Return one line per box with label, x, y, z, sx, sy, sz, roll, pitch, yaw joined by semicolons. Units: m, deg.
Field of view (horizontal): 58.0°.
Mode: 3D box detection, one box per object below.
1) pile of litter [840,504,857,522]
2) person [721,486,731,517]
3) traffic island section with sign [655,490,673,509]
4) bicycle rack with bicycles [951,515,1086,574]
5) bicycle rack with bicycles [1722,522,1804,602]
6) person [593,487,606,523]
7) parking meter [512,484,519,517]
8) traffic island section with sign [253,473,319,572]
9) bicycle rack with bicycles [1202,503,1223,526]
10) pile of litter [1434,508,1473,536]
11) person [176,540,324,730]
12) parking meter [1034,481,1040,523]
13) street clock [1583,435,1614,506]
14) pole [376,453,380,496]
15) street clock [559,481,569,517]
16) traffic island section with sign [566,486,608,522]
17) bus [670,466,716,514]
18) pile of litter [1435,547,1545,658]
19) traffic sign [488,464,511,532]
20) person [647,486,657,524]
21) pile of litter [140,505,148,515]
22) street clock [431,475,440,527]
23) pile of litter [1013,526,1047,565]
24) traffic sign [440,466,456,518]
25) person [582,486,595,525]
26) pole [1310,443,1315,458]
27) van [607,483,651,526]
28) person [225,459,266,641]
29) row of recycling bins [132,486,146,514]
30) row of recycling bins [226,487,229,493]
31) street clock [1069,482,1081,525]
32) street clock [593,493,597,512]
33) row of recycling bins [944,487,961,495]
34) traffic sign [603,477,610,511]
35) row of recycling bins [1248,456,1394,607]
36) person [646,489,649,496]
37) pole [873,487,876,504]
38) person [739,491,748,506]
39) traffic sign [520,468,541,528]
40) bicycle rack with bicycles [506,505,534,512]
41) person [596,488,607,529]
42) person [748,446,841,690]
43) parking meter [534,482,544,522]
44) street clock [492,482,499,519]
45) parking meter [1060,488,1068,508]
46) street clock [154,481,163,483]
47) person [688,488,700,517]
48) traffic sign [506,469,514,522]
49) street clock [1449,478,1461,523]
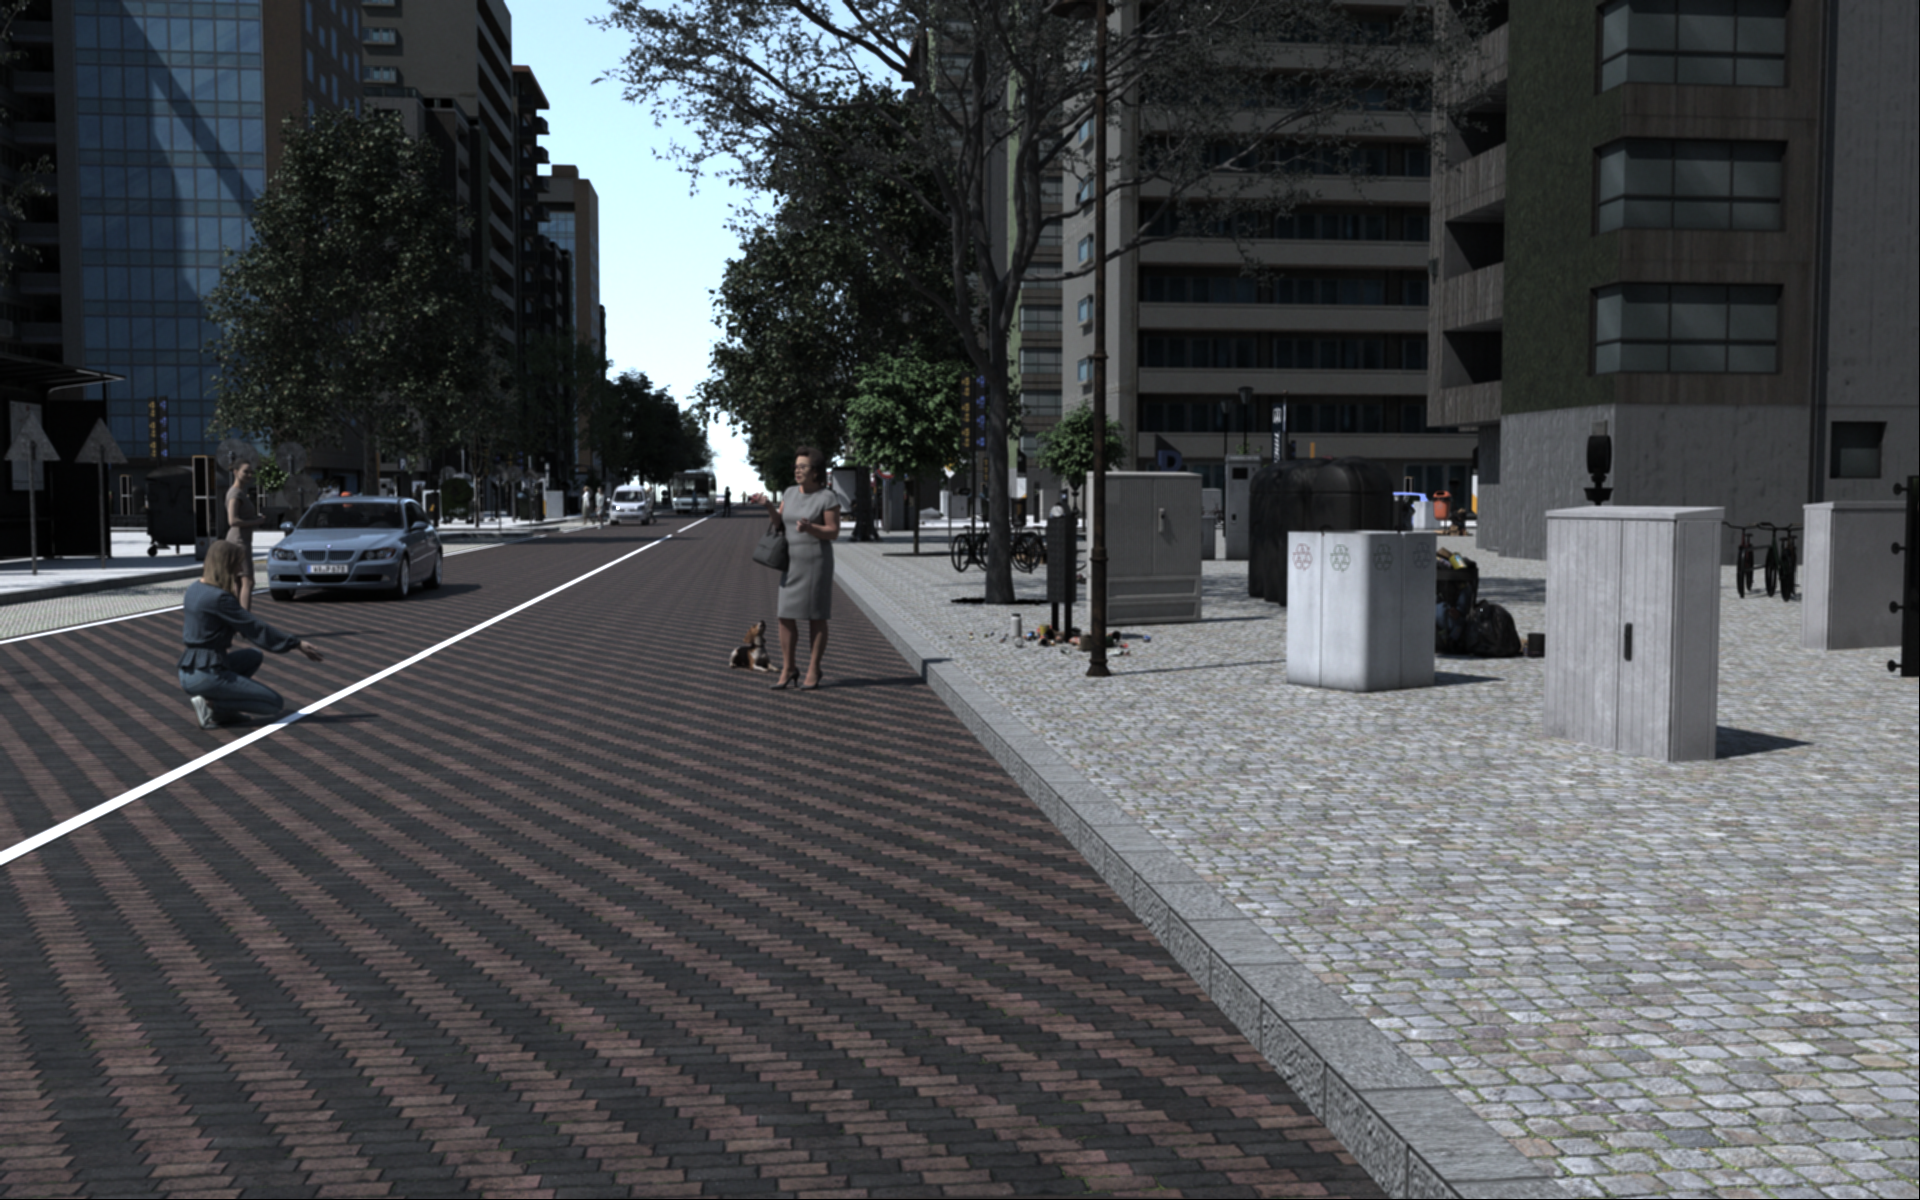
pile of litter;-5.135;-4.113;81.213;1.176;0.858;1.719;1;4;22
person;-14.487;-6.090;107.436;0.648;1.900;0.474;3;5;45
traffic island section with sign;-28.025;-9.552;164.802;1.989;1.847;2.006;0;4;-7
bicycle rack with bicycles;1.022;-0.959;29.058;2.925;0.926;2.852;-3;5;-39
bicycle rack with bicycles;10.669;-0.495;21.478;2.852;0.926;2.925;3;4;36
person;-18.033;-4.747;86.599;0.515;1.767;0.782;-2;4;-33
parking meter;-24.635;-5.524;96.029;0.255;1.863;0.399;1;4;18
traffic island section with sign;-12.502;-1.469;32.644;1.989;1.847;2.006;0;4;-7
bicycle rack with bicycles;11.003;-3.459;69.935;2.925;0.926;2.852;2;4;27
pile of litter;15.217;-2.419;53.514;1.176;0.858;1.719;0;4;5
person;-4.545;0.193;10.840;0.738;1.151;1.012;-3;5;-42
parking meter;3.397;-4.337;76.617;0.255;1.863;0.399;0;4;4
street clock;7.902;-1.033;21.455;0.358;2.002;0.471;2;4;29
pole;-28.782;-5.611;85.577;0.158;3.312;0.155;0;3;0
street clock;-21.884;-5.577;95.761;0.471;2.002;0.358;-1;4;-20
traffic island section with sign;-19.059;-4.887;88.536;1.989;1.847;2.006;0;4;-7
bus;-19.718;-8.202;128.965;2.948;3.499;13.247;0;4;-6
pile of litter;4.081;-0.012;14.158;1.176;0.858;1.719;-2;4;-35
traffic sign;-15.475;-3.339;58.229;0.795;2.450;0.064;0;4;-7
person;-15.019;-4.607;83.922;0.767;1.812;0.694;-2;4;-29
pile of litter;-31.424;-3.234;66.845;1.719;0.858;1.176;0;4;3
street clock;-20.167;-3.794;66.601;0.358;2.002;0.471;-1;4;-21
pile of litter;1.548;-1.115;32.194;1.176;0.858;1.719;1;4;19
traffic sign;-23.290;-4.815;78.830;0.768;2.556;0.104;0;4;-4
person;-17.177;-4.357;79.967;0.641;1.798;0.478;0;4;7
pole;13.956;-4.575;68.652;0.158;3.312;0.155;0;3;0
van;-15.248;-4.462;79.959;2.013;2.044;4.112;0;4;-8
person;-7.048;-0.505;17.096;0.374;1.781;0.599;-1;4;-18
row of recycling bins;-38.391;-4.697;83.909;3.534;1.692;1.069;-1;4;-22
row of recycling bins;-32.204;-4.124;74.532;1.069;1.692;3.534;0;4;-2
street clock;4.720;-4.059;70.939;0.471;2.002;0.358;-2;4;-25
street clock;-26.443;-7.386;125.328;0.471;2.002;0.358;2;4;29
row of recycling bins;-1.144;-6.154;107.726;3.534;1.692;1.069;2;4;32
traffic sign;-27.056;-8.107;132.659;0.768;2.556;0.104;0;4;0
row of recycling bins;4.119;-0.800;20.193;1.069;1.692;3.534;0;4;-5
person;-22.170;-7.005;123.207;0.728;1.800;0.709;3;4;38
pole;-4.443;-5.937;90.908;0.158;3.312;0.155;0;3;0
person;-26.255;-12.360;210.596;1.348;1.823;0.705;2;4;24
traffic sign;-16.407;-3.824;66.159;0.795;2.450;0.064;0;4;-7
bicycle rack with bicycles;-28.534;-6.120;113.439;2.852;0.926;2.925;3;4;37
person;-14.959;-3.833;72.177;0.522;1.701;0.512;-3;4;-39
person;-1.242;-0.233;12.665;0.716;1.782;0.532;2;4;29
parking meter;-19.713;-4.607;81.038;0.255;1.863;0.399;2;4;26
street clock;-24.336;-5.281;90.909;0.471;2.002;0.358;-1;4;-12
parking meter;4.499;-4.078;75.084;0.372;1.533;0.369;0;3;0
street clock;-31.957;-3.958;69.279;0.358;2.002;0.471;1;4;16
person;-16.928;-6.225;110.148;0.748;1.841;0.638;0;4;7
traffic sign;-20.541;-4.863;79.620;0.768;2.556;0.104;0;4;-1
street clock;21.999;-4.433;77.050;0.471;2.002;0.358;3;5;41
